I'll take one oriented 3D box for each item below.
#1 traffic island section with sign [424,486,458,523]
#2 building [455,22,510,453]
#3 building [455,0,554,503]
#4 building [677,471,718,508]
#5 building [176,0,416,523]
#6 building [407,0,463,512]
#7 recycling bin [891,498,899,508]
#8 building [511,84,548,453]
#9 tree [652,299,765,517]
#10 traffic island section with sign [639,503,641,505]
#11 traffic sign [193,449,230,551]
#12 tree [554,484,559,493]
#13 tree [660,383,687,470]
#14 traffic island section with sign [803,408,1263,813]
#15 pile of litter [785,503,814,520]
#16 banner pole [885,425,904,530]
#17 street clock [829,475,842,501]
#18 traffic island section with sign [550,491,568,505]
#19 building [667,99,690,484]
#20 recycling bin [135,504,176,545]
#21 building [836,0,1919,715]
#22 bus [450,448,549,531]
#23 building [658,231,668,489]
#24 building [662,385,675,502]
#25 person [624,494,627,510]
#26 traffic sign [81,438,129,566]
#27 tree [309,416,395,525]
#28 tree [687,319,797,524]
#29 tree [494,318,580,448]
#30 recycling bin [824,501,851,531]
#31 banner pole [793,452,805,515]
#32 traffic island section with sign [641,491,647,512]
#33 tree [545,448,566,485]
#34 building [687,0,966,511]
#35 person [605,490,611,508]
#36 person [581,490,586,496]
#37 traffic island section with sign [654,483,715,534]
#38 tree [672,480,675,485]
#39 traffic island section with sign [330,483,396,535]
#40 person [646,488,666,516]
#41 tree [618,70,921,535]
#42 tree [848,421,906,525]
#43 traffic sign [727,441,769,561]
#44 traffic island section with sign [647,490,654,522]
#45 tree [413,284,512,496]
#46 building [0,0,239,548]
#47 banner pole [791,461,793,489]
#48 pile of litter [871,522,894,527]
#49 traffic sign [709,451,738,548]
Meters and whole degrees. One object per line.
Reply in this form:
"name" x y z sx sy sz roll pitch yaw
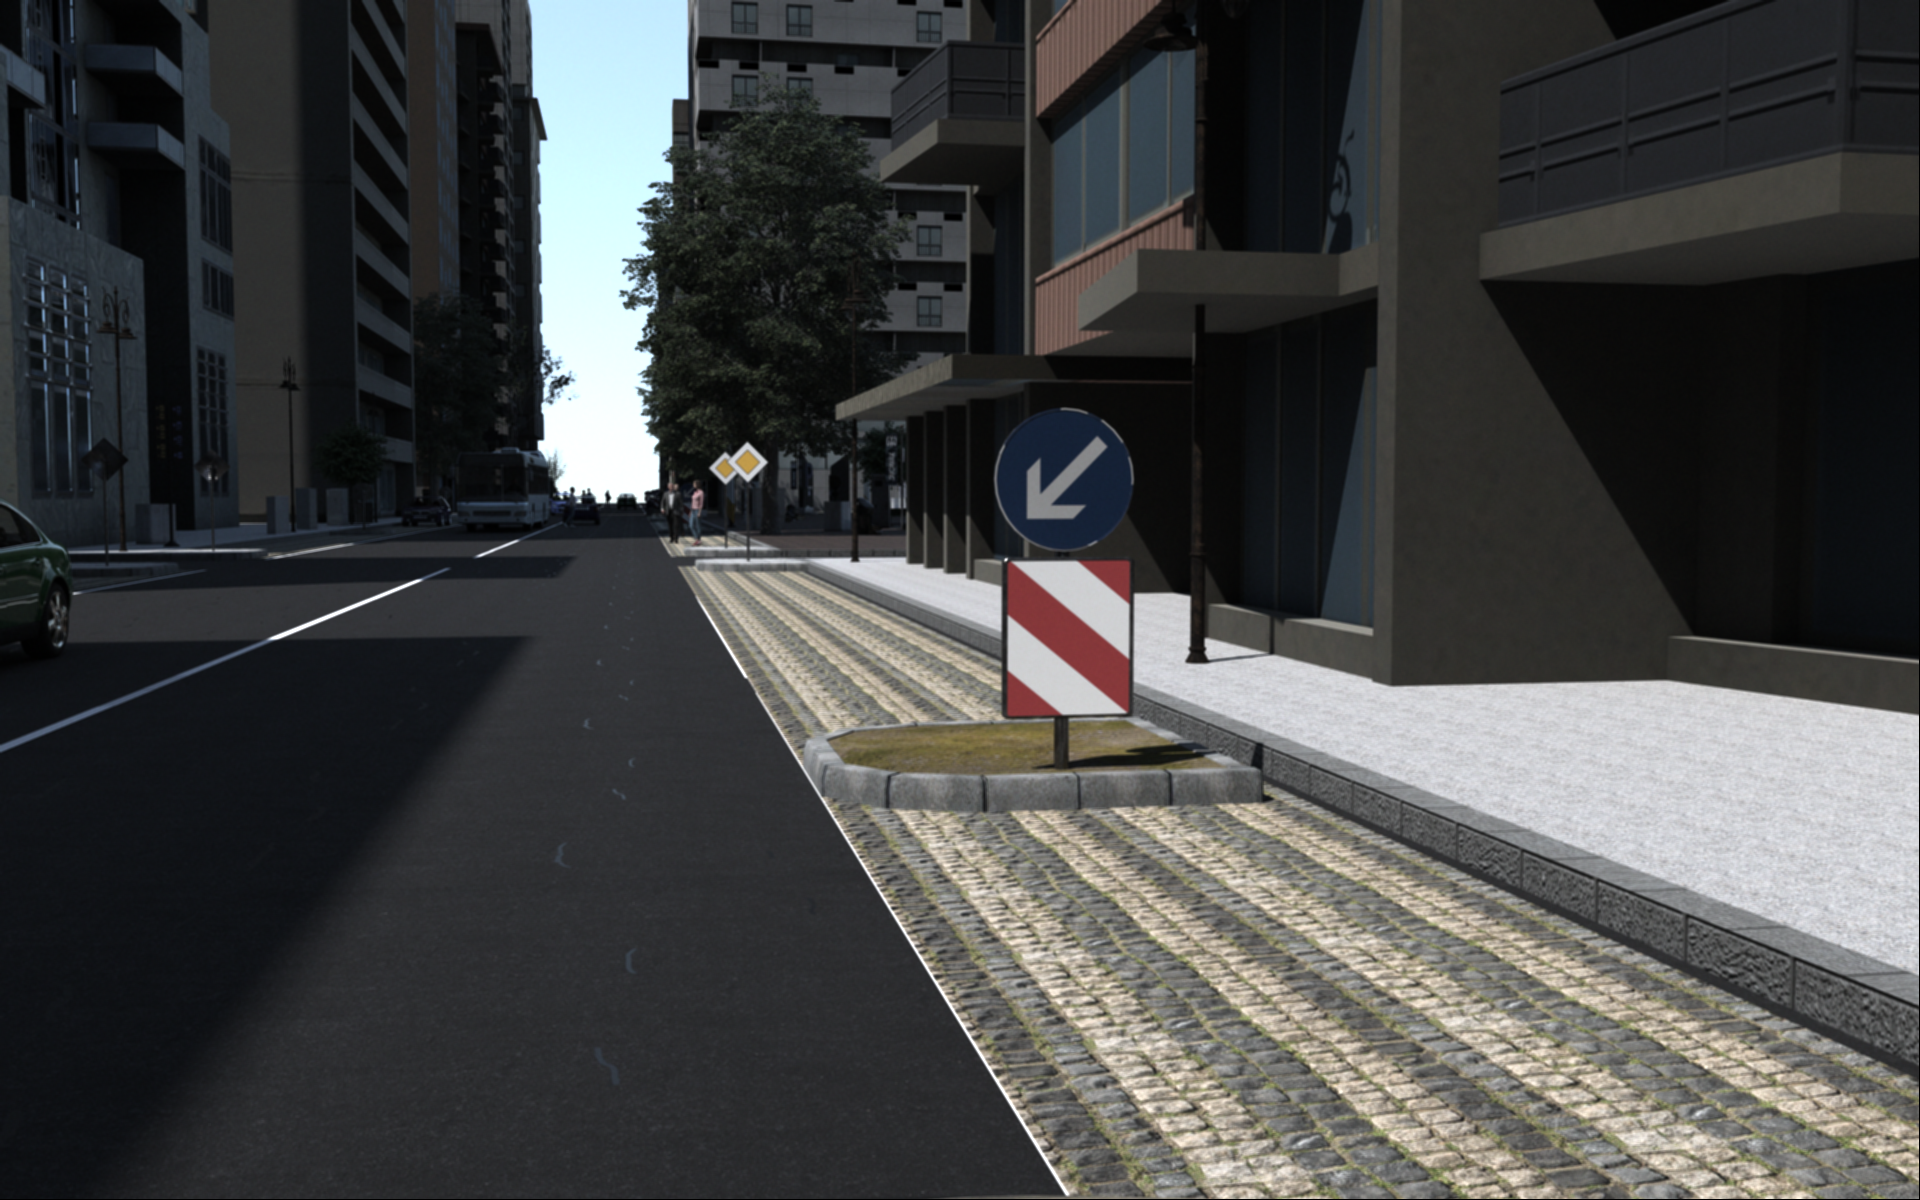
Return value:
"traffic island section with sign" -25.977 -4.827 87.547 1.989 1.847 2.006 -1 4 -11
"building" -53.199 -30.780 157.882 22.147 44.769 28.867 -1 4 -11
"building" -69.526 -49.583 248.936 20.563 71.187 20.611 -1 4 -11
"building" -16.773 -44.500 165.835 20.563 71.187 20.611 -1 4 -11
"building" -39.112 -28.137 83.745 21.300 48.544 21.600 -1 4 -11
"building" -41.763 -28.563 117.108 14.600 45.320 14.200 -1 4 -11
"recycling bin" -4.352 -6.024 111.048 0.722 1.027 0.722 2 4 24
"building" -68.524 -38.879 224.914 28.713 52.752 27.495 -1 4 -11
"tree" -13.497 -11.006 98.070 7.486 12.596 7.792 0 3 0
"traffic island section with sign" -29.413 -9.604 165.661 1.989 1.847 2.006 -1 4 -11
"traffic sign" -16.723 -2.147 38.742 0.795 2.450 0.064 -1 4 -11
"tree" -62.460 -16.567 265.467 1.663 3.219 1.824 0 3 0
"tree" -16.730 -9.731 109.467 4.360 8.622 3.978 0 3 0
"traffic island section with sign" 0.240 -0.006 8.726 1.989 1.847 2.006 -1 4 -11
"pile of litter" -8.335 -4.520 87.867 1.176 0.858 1.719 1 4 13
"banner pole" -2.316 -4.437 62.568 0.863 3.779 0.401 -1 4 -22
"street clock" -4.783 -3.784 66.443 0.471 2.002 0.358 0 4 3
"traffic island section with sign" -50.641 -12.811 218.091 1.989 1.847 2.006 -1 4 -11
"building" -23.309 -30.590 183.748 14.154 41.232 14.086 -1 4 -11
"recycling bin" -20.647 -1.951 44.456 0.722 1.027 0.722 2 4 34
"building" 10.785 -22.355 20.126 22.147 44.769 28.867 -1 4 -11
"bus" -18.250 -4.569 69.562 2.948 3.499 13.247 -1 4 -10
"building" -39.179 -35.613 265.870 14.154 41.232 14.086 -1 4 -11
"building" -28.055 -24.516 245.873 27.650 21.520 28.899 -1 4 -11
"person" -29.865 -8.725 154.419 0.557 1.426 1.065 -1 4 -16
"traffic sign" -15.241 -1.667 30.895 0.795 2.450 0.064 -1 4 -11
"tree" -25.259 -5.403 72.054 4.285 4.588 4.351 0 3 0
"tree" -8.959 -7.564 74.037 4.360 8.622 3.978 0 3 0
"tree" -46.644 -20.067 183.979 12.611 20.169 13.585 0 3 0
"recycling bin" -4.242 -2.903 60.020 0.722 1.027 0.722 2 4 27
"banner pole" -9.489 -6.970 103.975 0.401 3.779 0.863 -3 4 -38
"traffic island section with sign" -24.401 -7.984 139.174 1.989 1.847 2.006 -1 4 -11
"tree" -63.332 -19.531 269.699 4.360 8.622 3.978 0 3 0
"building" -8.399 -33.876 143.103 28.713 52.752 27.495 -1 4 -11
"person" -35.381 -10.149 174.306 0.599 1.838 0.709 2 4 34
"person" -28.216 -7.364 129.582 0.721 1.739 1.217 2 4 31
"traffic island section with sign" -9.831 -3.267 62.038 1.989 1.847 2.006 -1 4 -11
"tree" -32.494 -12.503 199.031 1.663 3.219 1.824 0 3 0
"traffic island section with sign" -20.879 -3.182 60.646 1.989 1.847 2.006 -1 4 -11
"person" -19.366 -6.249 110.885 1.509 1.804 0.699 3 5 39
"tree" -5.930 -9.025 54.206 9.857 13.997 8.962 0 3 0
"tree" -3.037 -5.496 73.575 4.285 4.588 4.351 0 3 0
"traffic sign" -4.040 -1.794 32.982 0.795 2.450 0.064 -1 4 -11
"traffic island section with sign" -15.043 -4.952 89.599 1.989 1.847 2.006 -1 4 -11
"tree" -32.462 -12.204 106.184 9.857 13.997 8.962 0 3 0
"building" -34.343 -44.991 48.279 22.319 86.520 31.000 -1 4 -11
"banner pole" -10.944 -7.683 115.638 0.863 3.779 0.401 -2 4 -31
"pile of litter" -3.223 -3.354 68.795 1.719 0.858 1.176 3 4 38
"traffic sign" -5.523 -2.274 40.829 0.795 2.450 0.064 -1 4 -11
